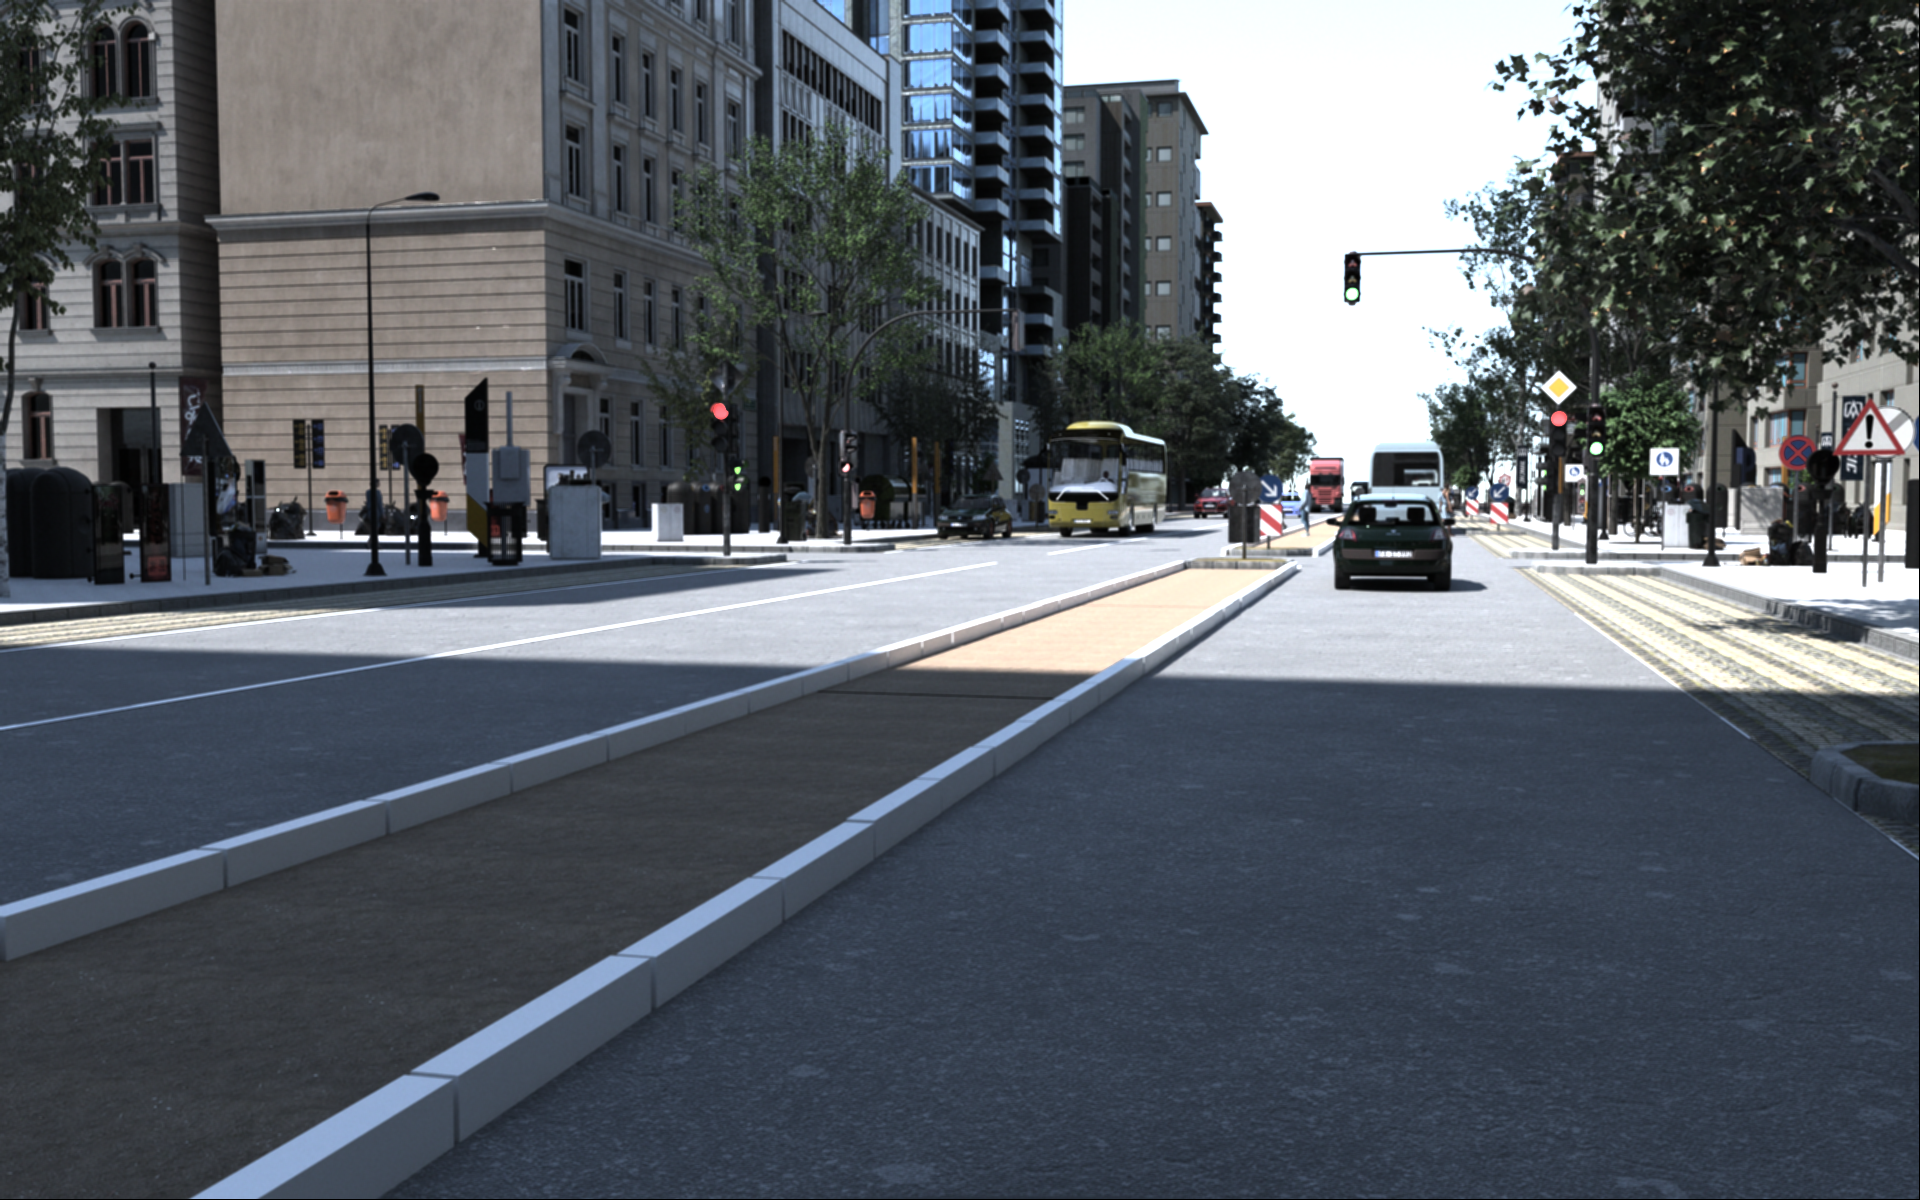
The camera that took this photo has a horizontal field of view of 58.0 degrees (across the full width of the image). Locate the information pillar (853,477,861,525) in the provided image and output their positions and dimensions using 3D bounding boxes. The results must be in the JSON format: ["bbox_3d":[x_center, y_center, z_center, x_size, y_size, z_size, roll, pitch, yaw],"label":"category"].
[{"bbox_3d":[-4.317,-4.180,72.838,0.304,2.012,0.304,-1,4,-11],"label":"information pillar"}]

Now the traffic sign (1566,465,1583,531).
[{"bbox_3d":[21.315,-3.547,60.121,0.606,2.300,0.079,1,4,19],"label":"traffic sign"}]

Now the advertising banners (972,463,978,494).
[{"bbox_3d":[0.843,-6.091,95.771,0.090,3.025,2.074,0,4,-7],"label":"advertising banners"}]

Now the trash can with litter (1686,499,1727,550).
[{"bbox_3d":[17.268,-1.748,39.961,0.624,1.170,1.055,-1,4,-17],"label":"trash can with litter"}]

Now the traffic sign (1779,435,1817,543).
[{"bbox_3d":[18.095,-2.285,37.472,0.768,2.556,0.104,1,4,15],"label":"traffic sign"}]

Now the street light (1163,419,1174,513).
[{"bbox_3d":[12.355,-8.273,107.800,1.470,5.913,1.316,1,4,14],"label":"street light"}]

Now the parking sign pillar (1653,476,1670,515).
[{"bbox_3d":[43.111,-7.194,106.098,1.447,3.967,1.447,1,4,9],"label":"parking sign pillar"}]

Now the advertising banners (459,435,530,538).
[{"bbox_3d":[-13.570,-3.319,50.458,2.074,3.025,0.090,0,4,4],"label":"advertising banners"}]

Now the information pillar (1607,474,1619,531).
[{"bbox_3d":[22.522,-3.378,59.722,0.304,2.012,0.304,2,4,27],"label":"information pillar"}]

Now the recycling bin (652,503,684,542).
[{"bbox_3d":[-7.879,-2.086,46.663,0.722,1.027,0.722,-1,4,-22],"label":"recycling bin"}]

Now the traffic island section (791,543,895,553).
[{"bbox_3d":[-2.857,-1.312,43.735,2.009,0.180,2.903,1,4,14],"label":"traffic island section"}]

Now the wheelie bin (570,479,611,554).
[{"bbox_3d":[-7.790,-1.732,36.230,0.980,1.594,0.693,-1,4,-10],"label":"wheelie bin"}]

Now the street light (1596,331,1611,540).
[{"bbox_3d":[17.435,-4.632,48.268,1.470,5.913,1.316,1,4,14],"label":"street light"}]

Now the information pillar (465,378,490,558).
[{"bbox_3d":[-9.721,-2.666,34.943,0.504,3.616,0.183,1,4,13],"label":"information pillar"}]

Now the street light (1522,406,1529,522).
[{"bbox_3d":[25.612,-6.565,79.883,1.470,5.913,1.316,1,4,14],"label":"street light"}]

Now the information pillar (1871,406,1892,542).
[{"bbox_3d":[24.511,-3.341,45.988,0.183,3.616,0.504,-1,4,-15],"label":"information pillar"}]

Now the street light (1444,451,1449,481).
[{"bbox_3d":[52.937,-13.025,185.497,1.470,5.913,1.316,1,4,14],"label":"street light"}]

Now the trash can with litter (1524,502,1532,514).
[{"bbox_3d":[36.342,-6.037,110.094,1.055,1.170,0.624,2,4,34],"label":"trash can with litter"}]

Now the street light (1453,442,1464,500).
[{"bbox_3d":[44.735,-11.069,153.517,1.470,5.913,1.316,1,4,14],"label":"street light"}]

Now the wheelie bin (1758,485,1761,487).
[{"bbox_3d":[28.740,-3.327,62.305,0.693,1.594,0.980,2,4,30],"label":"wheelie bin"}]

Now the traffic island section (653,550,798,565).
[{"bbox_3d":[-4.860,-0.839,36.004,2.009,0.180,2.903,1,4,14],"label":"traffic island section"}]

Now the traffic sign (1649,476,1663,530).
[{"bbox_3d":[24.847,-3.808,62.263,0.884,2.594,0.081,1,4,22],"label":"traffic sign"}]

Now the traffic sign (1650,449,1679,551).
[{"bbox_3d":[15.774,-2.245,38.829,0.606,2.300,0.079,1,4,23],"label":"traffic sign"}]

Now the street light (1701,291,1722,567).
[{"bbox_3d":[12.766,-3.551,30.596,1.470,5.913,1.316,1,4,14],"label":"street light"}]

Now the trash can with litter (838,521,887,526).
[{"bbox_3d":[-3.811,-3.584,69.657,2.233,1.210,1.678,0,4,-5],"label":"trash can with litter"}]

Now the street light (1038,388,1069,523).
[{"bbox_3d":[4.066,-6.319,75.859,1.470,5.913,1.316,1,4,14],"label":"street light"}]

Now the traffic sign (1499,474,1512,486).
[{"bbox_3d":[34.675,-6.732,110.177,0.768,2.556,0.104,1,4,22],"label":"traffic sign"}]

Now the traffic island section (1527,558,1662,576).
[{"bbox_3d":[11.588,-0.579,31.753,2.009,0.180,2.903,1,4,14],"label":"traffic island section"}]

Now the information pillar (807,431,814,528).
[{"bbox_3d":[-5.539,-4.486,64.695,0.183,3.616,0.504,1,4,22],"label":"information pillar"}]

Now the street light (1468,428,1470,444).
[{"bbox_3d":[36.477,-9.141,121.989,1.470,5.913,1.316,1,4,14],"label":"street light"}]

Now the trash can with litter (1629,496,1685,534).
[{"bbox_3d":[22.408,-2.704,55.276,2.233,1.210,1.678,0,4,1],"label":"trash can with litter"}]

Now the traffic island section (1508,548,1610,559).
[{"bbox_3d":[13.592,-1.052,39.483,2.009,0.180,2.903,1,4,14],"label":"traffic island section"}]

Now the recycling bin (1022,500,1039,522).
[{"bbox_3d":[3.344,-4.148,80.376,0.722,1.027,0.722,3,4,39],"label":"recycling bin"}]

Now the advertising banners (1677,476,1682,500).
[{"bbox_3d":[30.620,-4.728,73.483,0.090,3.025,2.074,1,4,12],"label":"advertising banners"}]

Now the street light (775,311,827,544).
[{"bbox_3d":[-4.052,-4.386,44.250,1.470,5.913,1.316,1,4,14],"label":"street light"}]

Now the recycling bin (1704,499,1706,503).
[{"bbox_3d":[38.516,-4.674,88.968,0.722,1.027,0.722,-1,4,-19],"label":"recycling bin"}]

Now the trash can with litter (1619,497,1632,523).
[{"bbox_3d":[29.917,-4.038,77.416,1.055,1.170,0.624,-3,5,-45],"label":"trash can with litter"}]

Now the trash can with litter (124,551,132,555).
[{"bbox_3d":[-18.189,-1.525,35.990,1.678,1.210,2.233,2,4,27],"label":"trash can with litter"}]

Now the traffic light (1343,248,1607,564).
[{"bbox_3d":[9.505,-3.509,32.033,4.771,5.953,1.251,1,4,14],"label":"traffic light"}]

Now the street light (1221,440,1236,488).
[{"bbox_3d":[23.135,-10.842,149.811,1.470,5.913,1.316,1,4,14],"label":"street light"}]

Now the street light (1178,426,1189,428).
[{"bbox_3d":[14.947,-8.918,118.352,1.470,5.913,1.316,1,4,14],"label":"street light"}]

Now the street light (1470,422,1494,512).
[{"bbox_3d":[33.827,-8.515,111.767,1.470,5.913,1.316,1,4,14],"label":"street light"}]

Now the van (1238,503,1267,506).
[{"bbox_3d":[20.489,-6.988,121.260,2.013,2.044,4.112,1,4,16],"label":"van"}]

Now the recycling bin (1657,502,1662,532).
[{"bbox_3d":[23.648,-2.747,57.465,0.722,1.027,0.722,-1,4,-22],"label":"recycling bin"}]

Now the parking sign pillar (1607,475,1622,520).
[{"bbox_3d":[32.797,-6.039,87.205,1.447,3.967,1.447,2,4,27],"label":"parking sign pillar"}]

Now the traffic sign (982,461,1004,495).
[{"bbox_3d":[1.261,-4.096,66.975,0.884,2.594,0.081,1,4,16],"label":"traffic sign"}]

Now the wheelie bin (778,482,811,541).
[{"bbox_3d":[-4.518,-2.398,47.116,0.980,1.594,0.693,1,4,10],"label":"wheelie bin"}]

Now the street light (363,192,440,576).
[{"bbox_3d":[-8.685,-3.328,26.950,1.470,5.913,1.316,1,4,14],"label":"street light"}]

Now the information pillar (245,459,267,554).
[{"bbox_3d":[-15.013,-1.985,36.943,0.304,2.012,0.304,3,5,41],"label":"information pillar"}]

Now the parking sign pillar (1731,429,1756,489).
[{"bbox_3d":[32.676,-5.123,72.229,1.447,3.967,1.447,-3,4,-38],"label":"parking sign pillar"}]

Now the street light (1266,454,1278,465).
[{"bbox_3d":[35.732,-13.841,198.842,1.470,5.913,1.316,1,4,14],"label":"street light"}]

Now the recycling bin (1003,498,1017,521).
[{"bbox_3d":[2.308,-4.327,83.299,0.722,1.027,0.722,-1,4,-17],"label":"recycling bin"}]

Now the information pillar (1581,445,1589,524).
[{"bbox_3d":[26.847,-5.076,74.355,0.183,3.616,0.504,-1,4,-21],"label":"information pillar"}]

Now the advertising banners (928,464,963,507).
[{"bbox_3d":[-0.841,-6.240,98.218,2.074,3.025,0.090,1,4,13],"label":"advertising banners"}]

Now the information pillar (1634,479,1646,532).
[{"bbox_3d":[22.872,-3.289,58.269,0.304,2.012,0.304,2,4,32],"label":"information pillar"}]

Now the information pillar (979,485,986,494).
[{"bbox_3d":[1.326,-6.017,102.867,0.304,2.012,0.304,-1,4,-23],"label":"information pillar"}]

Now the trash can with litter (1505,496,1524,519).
[{"bbox_3d":[28.241,-4.725,88.642,0.624,1.170,1.055,0,4,-2],"label":"trash can with litter"}]

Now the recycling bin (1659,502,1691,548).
[{"bbox_3d":[17.136,-1.757,41.277,0.722,1.027,0.722,1,4,23],"label":"recycling bin"}]

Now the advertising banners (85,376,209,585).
[{"bbox_3d":[-11.770,-1.775,25.209,0.090,3.025,2.074,2,4,28],"label":"advertising banners"}]
